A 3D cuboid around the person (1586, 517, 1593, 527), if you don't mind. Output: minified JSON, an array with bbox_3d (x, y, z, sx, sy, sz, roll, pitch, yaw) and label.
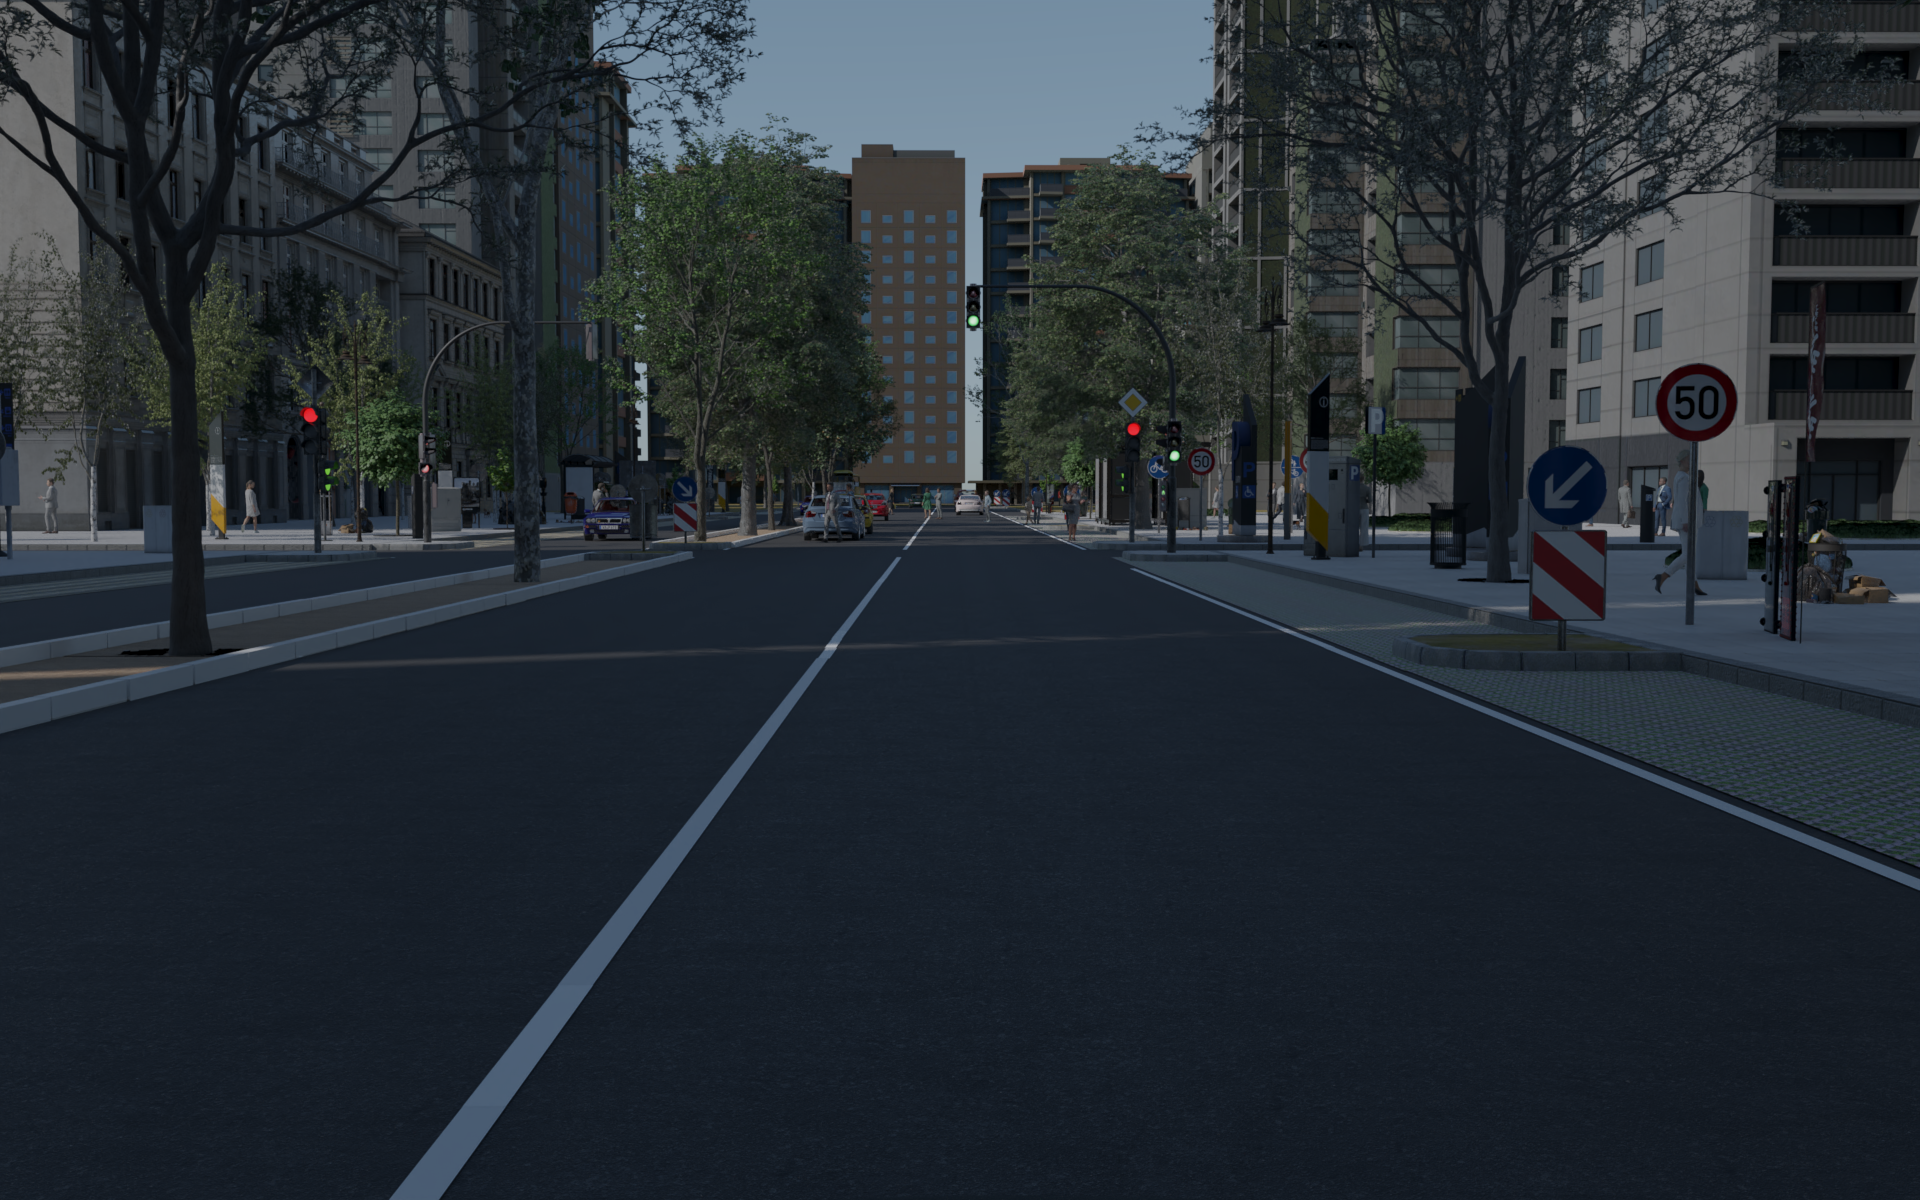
[{"bbox_3d":[24.952,-3.808,68.485,0.419,1.800,0.721,2,4,26],"label":"person"}]

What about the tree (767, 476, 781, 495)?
[{"bbox_3d":[-17.870,-10.609,168.058,1.663,3.219,1.824,0,3,0],"label":"tree"}]

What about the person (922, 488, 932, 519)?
[{"bbox_3d":[-1.893,-5.642,100.990,0.600,1.795,0.529,-2,4,-31],"label":"person"}]

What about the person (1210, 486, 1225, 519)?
[{"bbox_3d":[13.467,-5.120,90.508,0.760,1.731,0.466,-1,4,-10],"label":"person"}]

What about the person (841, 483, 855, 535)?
[{"bbox_3d":[-3.802,-3.166,60.356,0.778,1.811,0.616,1,4,15],"label":"person"}]

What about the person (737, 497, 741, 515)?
[{"bbox_3d":[-14.721,-6.457,116.667,0.523,1.515,0.503,-3,4,-39],"label":"person"}]

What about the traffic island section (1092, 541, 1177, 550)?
[{"bbox_3d":[4.574,-1.442,45.861,2.009,0.180,2.903,0,4,0],"label":"traffic island section"}]

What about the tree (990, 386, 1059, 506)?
[{"bbox_3d":[6.969,-16.119,181.679,7.486,12.596,7.792,0,3,0],"label":"tree"}]

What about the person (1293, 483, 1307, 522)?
[{"bbox_3d":[15.486,-4.420,78.728,0.576,1.772,0.534,-1,4,-14],"label":"person"}]

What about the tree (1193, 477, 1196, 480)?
[{"bbox_3d":[11.553,-5.991,92.548,1.663,3.219,1.824,0,3,0],"label":"tree"}]

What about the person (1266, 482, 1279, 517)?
[{"bbox_3d":[14.140,-4.419,78.257,0.622,1.834,0.822,1,4,11],"label":"person"}]

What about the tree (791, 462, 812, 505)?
[{"bbox_3d":[-18.440,-15.105,197.324,4.737,8.622,4.395,0,3,0],"label":"tree"}]

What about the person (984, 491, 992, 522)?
[{"bbox_3d":[1.399,-4.791,88.646,0.330,1.601,0.589,-1,4,-15],"label":"person"}]

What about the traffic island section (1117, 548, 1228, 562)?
[{"bbox_3d":[4.635,-0.954,37.876,2.009,0.180,2.903,0,4,0],"label":"traffic island section"}]

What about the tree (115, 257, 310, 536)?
[{"bbox_3d":[-23.260,-6.281,53.054,4.737,8.622,4.395,0,3,0],"label":"tree"}]

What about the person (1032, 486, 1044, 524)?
[{"bbox_3d":[3.746,-4.539,82.920,0.606,1.804,0.583,0,4,7],"label":"person"}]

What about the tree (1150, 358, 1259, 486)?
[{"bbox_3d":[16.192,-11.602,115.455,9.928,11.665,9.643,0,3,0],"label":"tree"}]

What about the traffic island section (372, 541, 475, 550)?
[{"bbox_3d":[-14.067,-1.434,45.723,2.009,0.180,2.903,0,4,0],"label":"traffic island section"}]

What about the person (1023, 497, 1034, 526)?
[{"bbox_3d":[3.092,-4.013,78.393,0.640,1.303,0.475,2,4,31],"label":"person"}]

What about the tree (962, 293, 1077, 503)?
[{"bbox_3d":[6.278,-18.712,161.834,12.611,20.169,13.585,0,3,0],"label":"tree"}]

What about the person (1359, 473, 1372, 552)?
[{"bbox_3d":[8.894,-1.953,38.527,0.519,1.759,0.362,0,4,8],"label":"person"}]

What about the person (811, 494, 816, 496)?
[{"bbox_3d":[-10.968,-7.435,130.778,0.721,1.736,1.217,3,4,37],"label":"person"}]

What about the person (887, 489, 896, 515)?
[{"bbox_3d":[-5.030,-6.795,119.821,1.509,1.804,0.699,-3,4,-38],"label":"person"}]

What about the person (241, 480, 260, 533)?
[{"bbox_3d":[-23.302,-3.064,56.891,0.466,1.731,0.760,1,4,11],"label":"person"}]

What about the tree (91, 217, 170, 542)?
[{"bbox_3d":[-23.372,-5.894,46.722,4.360,8.622,3.978,0,3,0],"label":"tree"}]

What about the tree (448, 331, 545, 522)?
[{"bbox_3d":[-21.016,-7.789,77.712,4.737,8.622,4.395,0,3,0],"label":"tree"}]

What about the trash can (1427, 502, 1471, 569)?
[{"bbox_3d":[8.411,-1.111,29.825,0.748,1.137,0.748,0,3,0],"label":"trash can"}]

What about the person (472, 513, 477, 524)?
[{"bbox_3d":[-21.185,-3.948,75.264,0.362,1.253,0.373,-3,5,-42],"label":"person"}]

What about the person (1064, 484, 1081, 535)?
[{"bbox_3d":[3.933,-3.182,60.939,0.576,1.772,0.534,-3,5,-40],"label":"person"}]

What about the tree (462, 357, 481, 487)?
[{"bbox_3d":[-23.807,-8.493,89.224,4.360,8.622,3.978,0,3,0],"label":"tree"}]

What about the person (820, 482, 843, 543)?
[{"bbox_3d":[-3.763,-2.582,50.983,0.678,1.792,0.850,2,4,34],"label":"person"}]

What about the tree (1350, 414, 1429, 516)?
[{"bbox_3d":[17.644,-5.339,71.006,4.285,4.588,4.351,0,3,0],"label":"tree"}]

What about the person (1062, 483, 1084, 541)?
[{"bbox_3d":[3.427,-2.667,52.469,0.716,1.782,0.532,-2,4,-28],"label":"person"}]

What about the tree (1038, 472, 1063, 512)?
[{"bbox_3d":[6.421,-8.070,126.537,1.663,3.219,1.824,0,3,0],"label":"tree"}]

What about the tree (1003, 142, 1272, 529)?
[{"bbox_3d":[6.714,-9.568,63.089,9.857,13.997,8.962,0,3,0],"label":"tree"}]

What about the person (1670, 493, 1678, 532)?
[{"bbox_3d":[24.353,-3.232,58.667,0.755,1.850,0.659,-2,4,-24],"label":"person"}]

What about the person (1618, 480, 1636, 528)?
[{"bbox_3d":[25.130,-3.615,65.246,0.767,1.812,0.694,-2,4,-25],"label":"person"}]

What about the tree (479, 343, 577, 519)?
[{"bbox_3d":[-20.548,-8.147,83.563,4.360,8.622,3.978,0,3,0],"label":"tree"}]

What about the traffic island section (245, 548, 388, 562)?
[{"bbox_3d":[-14.006,-0.945,37.738,2.009,0.180,2.903,0,4,0],"label":"traffic island section"}]

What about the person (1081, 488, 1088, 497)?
[{"bbox_3d":[7.785,-6.250,108.569,0.374,1.781,0.599,3,5,41],"label":"person"}]

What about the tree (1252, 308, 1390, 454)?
[{"bbox_3d":[17.840,-9.322,86.825,7.601,10.594,8.767,0,4,7],"label":"tree"}]

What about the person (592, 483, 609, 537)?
[{"bbox_3d":[-12.049,-3.023,58.101,0.473,1.802,0.592,-2,4,-24],"label":"person"}]

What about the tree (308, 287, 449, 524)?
[{"bbox_3d":[-21.301,-6.756,60.824,4.737,8.622,4.395,0,3,0],"label":"tree"}]

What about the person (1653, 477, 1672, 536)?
[{"bbox_3d":[21.368,-2.846,52.756,0.419,1.800,0.721,-1,4,-20],"label":"person"}]

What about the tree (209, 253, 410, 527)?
[{"bbox_3d":[-24.981,-8.150,67.659,7.601,10.594,8.767,0,4,5],"label":"tree"}]

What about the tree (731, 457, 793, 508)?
[{"bbox_3d":[-17.686,-14.854,160.987,7.486,12.596,7.792,0,3,0],"label":"tree"}]

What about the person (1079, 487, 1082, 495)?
[{"bbox_3d":[8.241,-6.934,119.520,0.635,1.810,0.391,-2,4,-28],"label":"person"}]

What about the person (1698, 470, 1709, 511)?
[{"bbox_3d":[15.561,-1.846,36.471,0.529,1.795,0.600,-1,4,-23],"label":"person"}]

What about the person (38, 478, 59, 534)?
[{"bbox_3d":[-29.556,-3.054,56.182,0.583,1.804,0.606,-1,4,-17],"label":"person"}]

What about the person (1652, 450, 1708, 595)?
[{"bbox_3d":[9.085,-0.973,21.830,0.818,1.842,0.514,0,4,-7],"label":"person"}]

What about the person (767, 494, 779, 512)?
[{"bbox_3d":[-14.999,-7.942,138.332,0.705,1.826,1.348,3,4,36],"label":"person"}]

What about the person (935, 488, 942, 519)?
[{"bbox_3d":[-1.261,-5.559,99.571,0.466,1.800,0.511,-3,5,-42],"label":"person"}]

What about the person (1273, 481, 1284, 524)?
[{"bbox_3d":[13.752,-4.185,74.321,0.795,1.843,0.661,-1,4,-14],"label":"person"}]

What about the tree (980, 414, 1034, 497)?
[{"bbox_3d":[5.827,-15.885,194.135,7.601,10.594,8.767,-1,4,-22],"label":"tree"}]

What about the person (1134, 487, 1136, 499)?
[{"bbox_3d":[6.740,-3.622,65.386,0.709,1.813,0.853,1,4,13],"label":"person"}]
